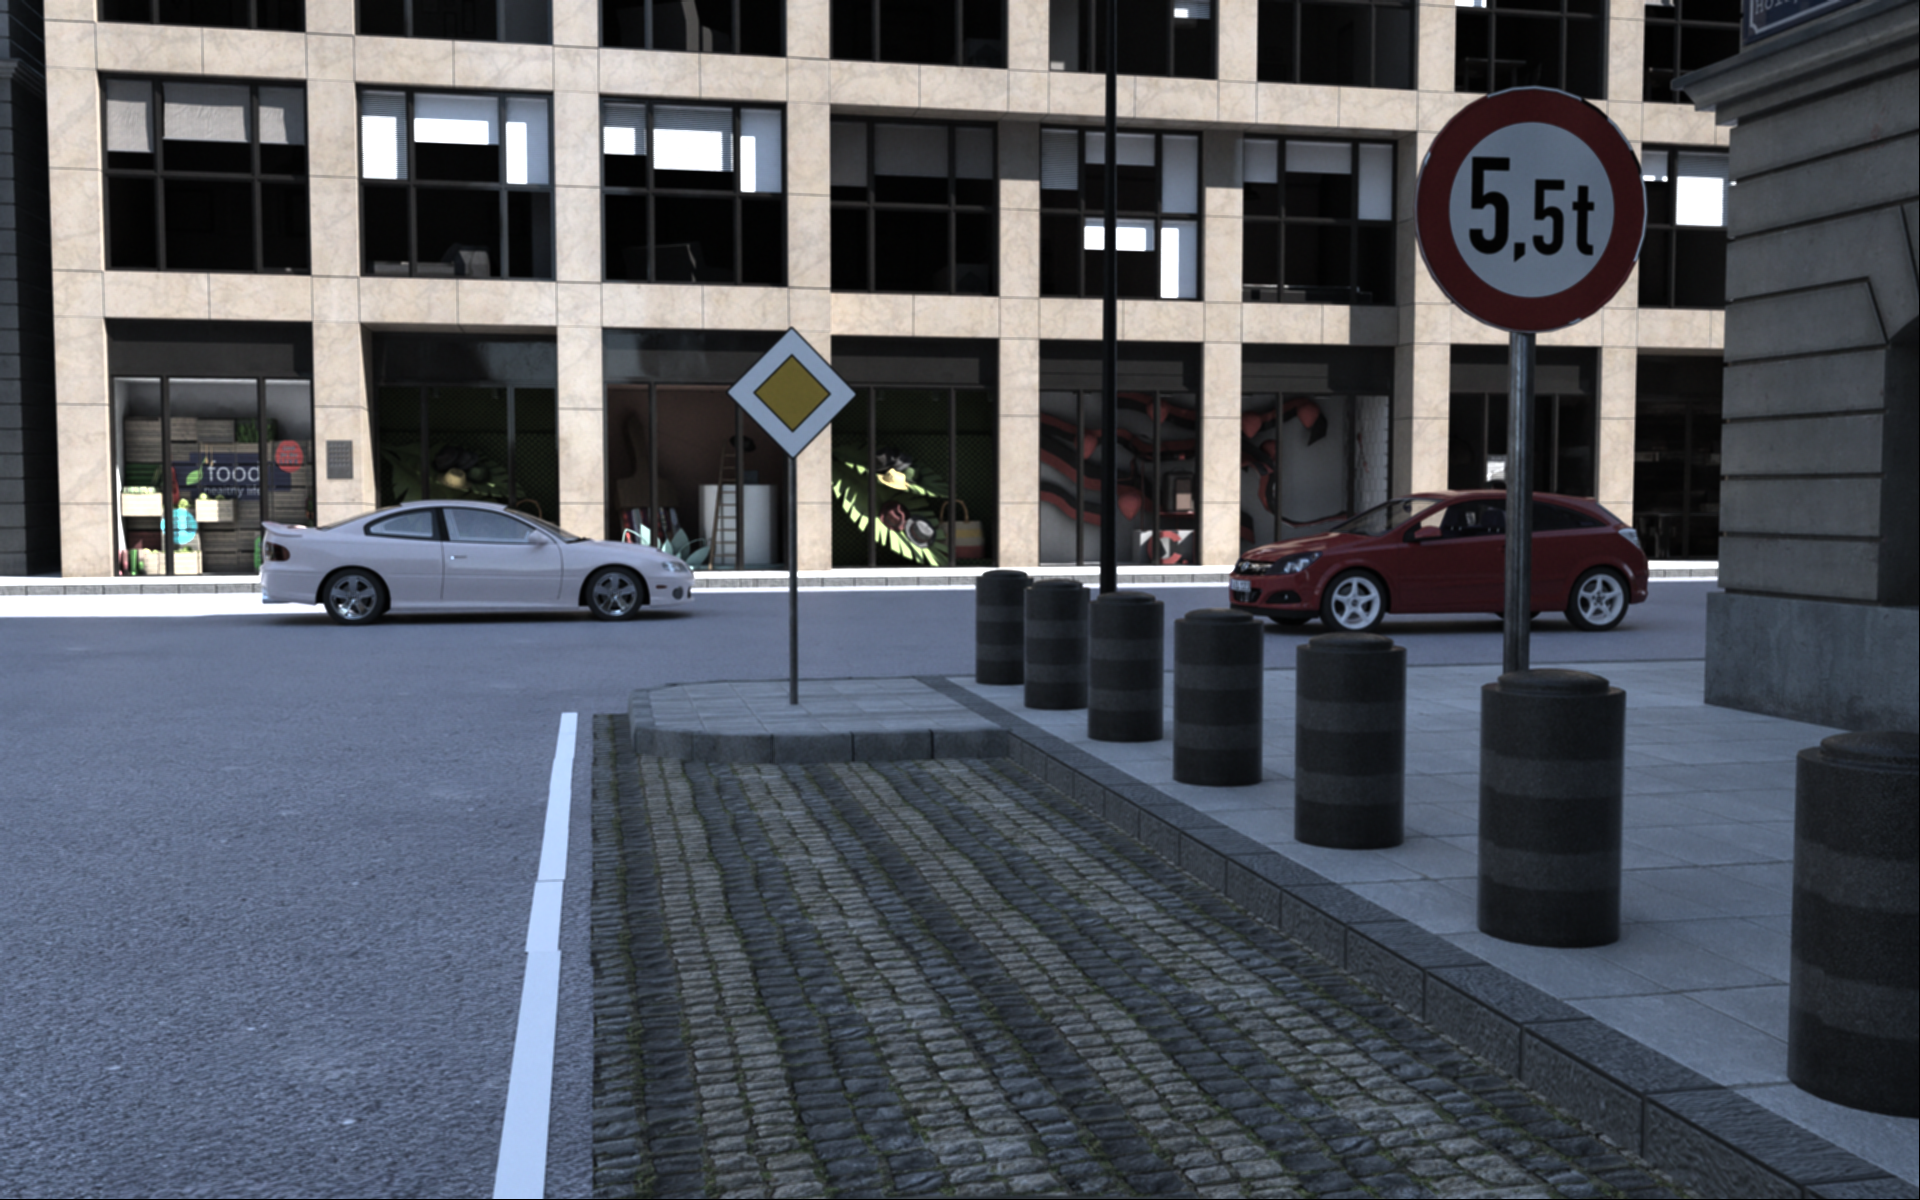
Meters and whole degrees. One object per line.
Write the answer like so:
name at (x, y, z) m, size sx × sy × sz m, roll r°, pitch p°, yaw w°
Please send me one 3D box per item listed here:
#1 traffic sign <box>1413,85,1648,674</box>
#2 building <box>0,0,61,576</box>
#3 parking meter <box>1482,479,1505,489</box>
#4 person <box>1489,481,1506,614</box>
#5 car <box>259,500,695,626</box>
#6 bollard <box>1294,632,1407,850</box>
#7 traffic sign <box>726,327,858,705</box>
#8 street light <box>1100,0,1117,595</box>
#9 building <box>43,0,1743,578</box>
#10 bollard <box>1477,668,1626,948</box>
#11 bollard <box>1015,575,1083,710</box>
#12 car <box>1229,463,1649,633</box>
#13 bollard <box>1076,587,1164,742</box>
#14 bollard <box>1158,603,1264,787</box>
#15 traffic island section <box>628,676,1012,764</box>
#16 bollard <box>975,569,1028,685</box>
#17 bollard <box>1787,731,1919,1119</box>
traffic sign at (1.784, -0.331, 5.522) m, size 0.768 × 2.556 × 0.104 m, roll 0°, pitch 4°, yaw -7°
building at (-30.110, -15.346, 28.399) m, size 29.804 × 29.767 × 11.434 m, roll -1°, pitch 4°, yaw -12°
parking meter at (9.114, -1.297, 29.614) m, size 0.372 × 1.533 × 0.369 m, roll 0°, pitch 3°, yaw 0°
person at (6.458, -0.638, 20.886) m, size 0.435 × 1.587 × 0.963 m, roll 2°, pitch 4°, yaw 33°
car at (-5.496, -0.466, 19.982) m, size 4.827 × 1.381 × 2.083 m, roll -1°, pitch 4°, yaw -13°
bollard at (1.444, 0.508, 6.417) m, size 0.404 × 0.777 × 0.398 m, roll 0°, pitch 3°, yaw 0°
traffic sign at (-1.016, -0.420, 10.505) m, size 0.795 × 2.450 × 0.064 m, roll -1°, pitch 4°, yaw -12°
street light at (0.395, -2.326, 10.566) m, size 1.470 × 5.913 × 1.316 m, roll -1°, pitch 4°, yaw -12°
building at (0.974, -14.307, 38.442) m, size 34.151 × 26.468 × 19.350 m, roll -1°, pitch 4°, yaw -12°
bollard at (1.726, 0.590, 5.064) m, size 0.404 × 0.777 × 0.398 m, roll 0°, pitch 3°, yaw 0°
bollard at (0.587, 0.261, 10.453) m, size 0.404 × 0.777 × 0.398 m, roll 0°, pitch 3°, yaw 0°
car at (5.068, -0.580, 18.519) m, size 4.494 × 1.783 × 2.155 m, roll -1°, pitch 4°, yaw -12°
bollard at (0.873, 0.343, 9.115) m, size 0.404 × 0.777 × 0.398 m, roll 0°, pitch 3°, yaw 0°
bollard at (1.157, 0.425, 7.762) m, size 0.404 × 0.777 × 0.398 m, roll 0°, pitch 3°, yaw 0°
traffic island section at (-0.995, 0.715, 10.587) m, size 2.009 × 0.180 × 2.903 m, roll -1°, pitch 4°, yaw -12°
bollard at (0.305, 0.179, 11.793) m, size 0.404 × 0.777 × 0.398 m, roll 0°, pitch 3°, yaw 0°
bollard at (2.010, 0.672, 3.726) m, size 0.404 × 0.777 × 0.398 m, roll 0°, pitch 3°, yaw 0°
